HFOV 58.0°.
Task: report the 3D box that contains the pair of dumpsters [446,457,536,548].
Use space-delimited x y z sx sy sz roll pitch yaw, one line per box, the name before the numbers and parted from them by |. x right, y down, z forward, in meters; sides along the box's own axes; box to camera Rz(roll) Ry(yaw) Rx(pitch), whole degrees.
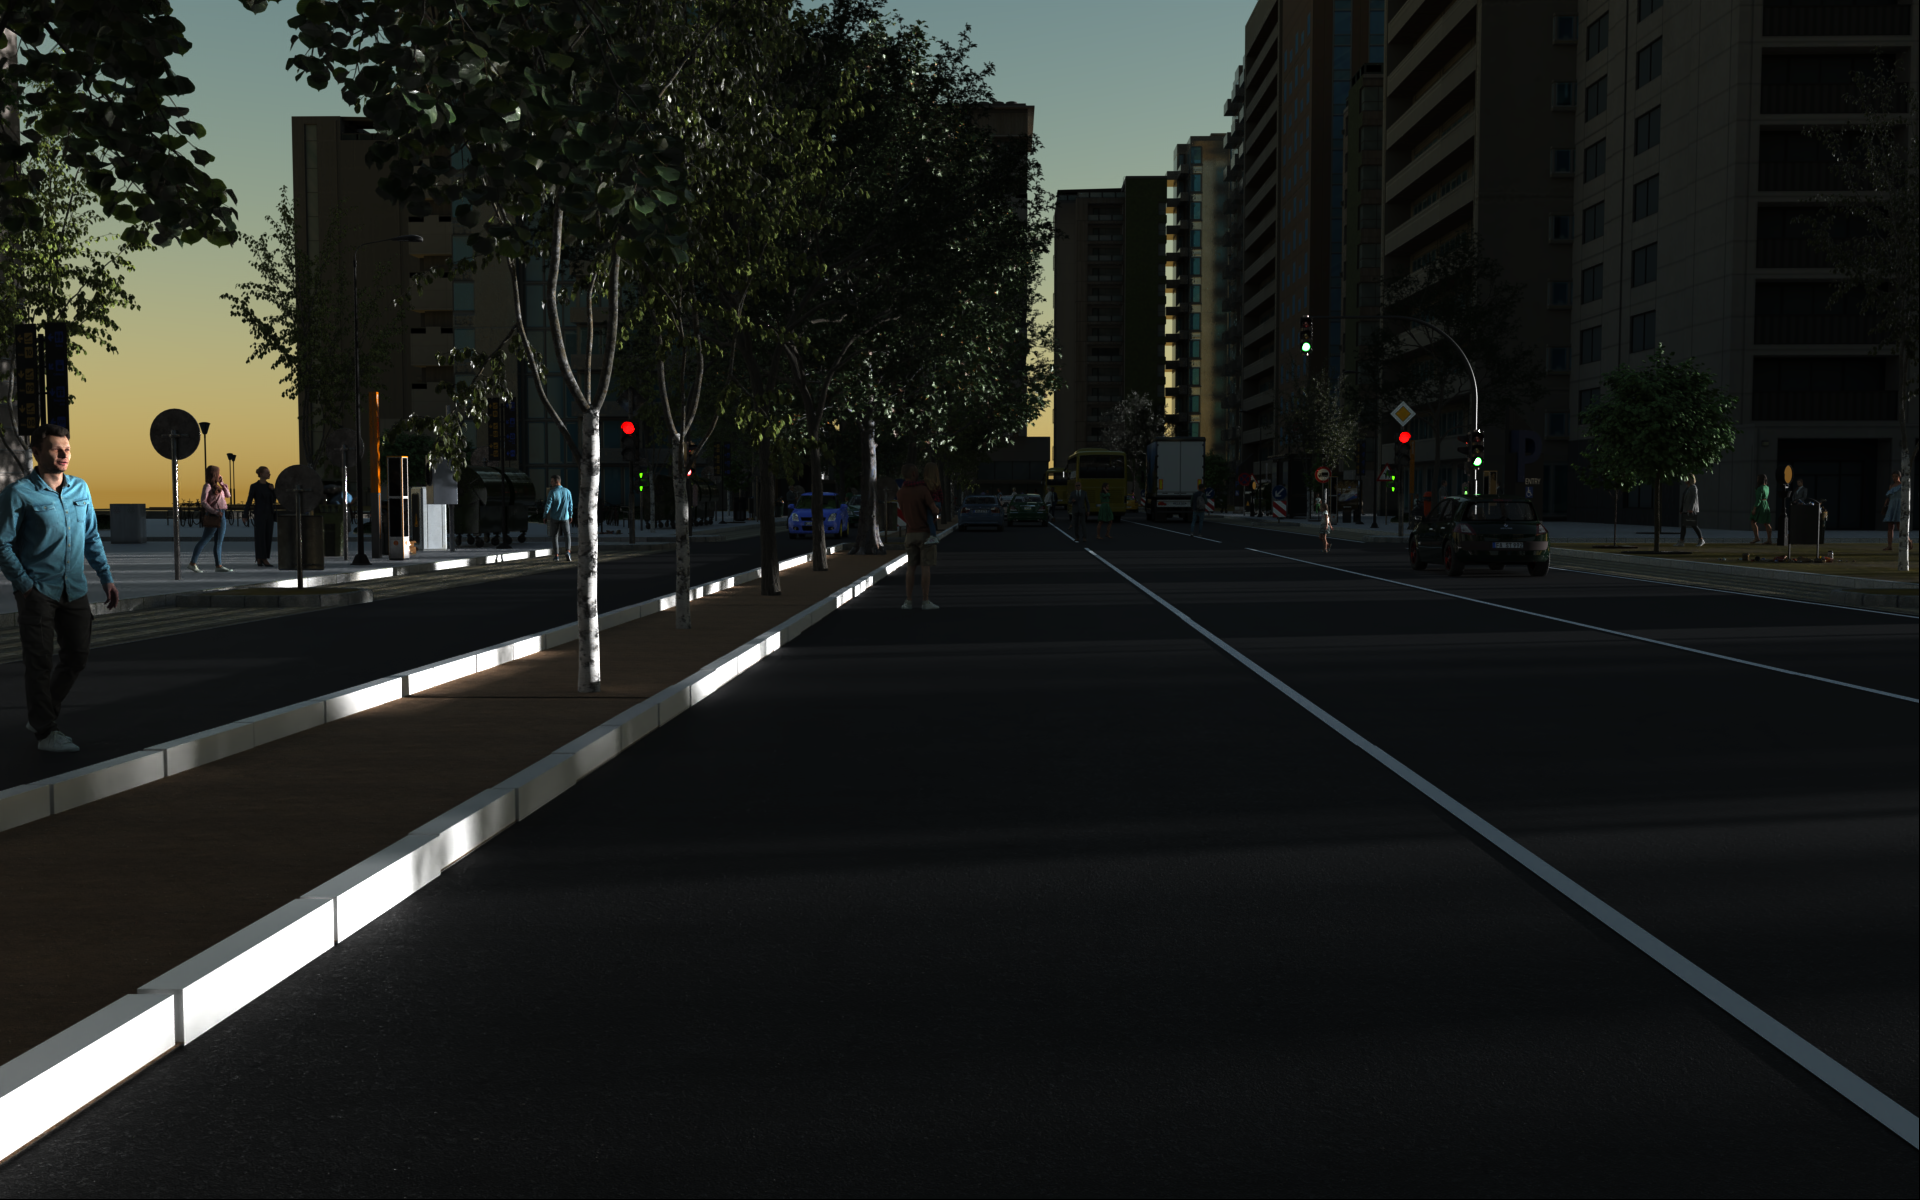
pair of dumpsters | -11.958 -2.499 43.345 1.574 2.255 4.437 0 4 2

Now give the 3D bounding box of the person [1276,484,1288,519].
person | 16.261 -4.986 87.751 0.592 1.802 0.473 3 5 45

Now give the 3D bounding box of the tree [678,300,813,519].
tree | -10.700 -10.391 88.024 7.486 12.596 7.792 0 3 0

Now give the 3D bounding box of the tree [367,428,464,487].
tree | -25.149 -5.770 78.059 4.285 4.588 4.351 0 3 0

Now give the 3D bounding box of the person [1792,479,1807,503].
person | 27.930 -3.144 57.727 0.573 1.790 0.520 -3 4 -39

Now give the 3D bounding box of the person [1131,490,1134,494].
person | 19.447 -11.593 196.263 0.721 1.739 1.217 0 4 -3

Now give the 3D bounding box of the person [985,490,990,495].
person | 2.362 -8.466 147.474 0.990 1.755 0.434 3 5 41

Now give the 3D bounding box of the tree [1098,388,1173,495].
tree | 20.205 -17.754 200.649 12.009 13.543 11.850 0 3 0

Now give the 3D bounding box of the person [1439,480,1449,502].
person | 18.156 -3.593 64.890 0.767 1.812 0.694 1 4 11

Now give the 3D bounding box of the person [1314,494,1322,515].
person | 22.265 -5.946 107.505 0.306 1.304 0.590 -3 5 -39

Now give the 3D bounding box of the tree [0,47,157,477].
tree | -15.655 -4.806 28.944 4.737 8.622 4.395 0 3 0

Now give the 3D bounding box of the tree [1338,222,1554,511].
tree | 16.554 -7.629 59.146 7.601 10.594 8.767 1 4 10

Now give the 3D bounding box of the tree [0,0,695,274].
tree | -3.036 -5.819 4.255 9.857 13.997 8.962 0 3 0

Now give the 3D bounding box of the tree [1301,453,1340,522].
tree | 16.743 -5.303 81.297 1.663 3.219 1.824 0 3 0

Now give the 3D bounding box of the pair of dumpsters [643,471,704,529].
pair of dumpsters | -10.882 -3.820 64.952 1.574 2.255 4.437 0 4 1

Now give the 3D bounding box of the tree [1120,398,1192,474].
tree | 19.055 -14.182 166.283 8.767 10.594 7.601 1 4 22

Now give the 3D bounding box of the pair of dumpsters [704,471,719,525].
pair of dumpsters | -10.869 -4.141 70.202 1.574 2.255 4.437 0 4 2

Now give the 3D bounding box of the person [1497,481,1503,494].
person | 22.902 -4.157 73.783 0.755 1.850 0.659 2 4 29

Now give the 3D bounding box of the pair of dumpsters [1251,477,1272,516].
pair of dumpsters | 18.346 -6.124 102.620 1.574 2.255 4.437 0 4 2

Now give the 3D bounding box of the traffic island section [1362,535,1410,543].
traffic island section | 13.334 -1.836 52.306 2.009 0.180 2.903 0 4 2

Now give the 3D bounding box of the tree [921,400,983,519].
tree | -0.457 -8.876 97.939 4.737 8.622 4.395 0 3 0

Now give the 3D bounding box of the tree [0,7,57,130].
tree | -11.891 -5.455 14.950 9.928 11.665 9.643 0 3 0

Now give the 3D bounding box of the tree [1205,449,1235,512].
tree | 17.776 -8.468 122.165 4.285 4.588 4.351 0 3 0

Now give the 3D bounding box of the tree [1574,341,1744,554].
tree | 15.102 -3.289 37.488 4.285 4.588 4.351 0 3 0

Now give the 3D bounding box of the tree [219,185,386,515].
tree | -15.689 -5.628 42.384 4.737 8.622 4.395 0 3 0

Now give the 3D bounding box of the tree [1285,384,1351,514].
tree | 23.139 -9.907 112.338 4.737 8.622 4.395 0 3 0

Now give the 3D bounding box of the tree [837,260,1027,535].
tree | -1.487 -7.818 56.033 9.928 11.665 9.643 0 3 0

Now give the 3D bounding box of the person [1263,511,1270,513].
person | 20.483 -6.698 115.543 0.713 1.824 0.794 1 4 12

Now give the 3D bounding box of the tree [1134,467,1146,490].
tree | 20.247 -12.312 185.022 4.285 4.588 4.351 0 3 0

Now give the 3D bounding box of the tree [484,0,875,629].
tree | -2.894 -3.976 17.828 4.737 8.622 4.395 0 3 0

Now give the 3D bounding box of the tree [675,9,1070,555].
tree | -2.163 -7.416 40.721 9.611 12.733 9.660 0 3 0

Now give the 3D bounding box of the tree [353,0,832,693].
tree | -2.683 -3.648 12.466 4.360 8.622 3.978 0 3 0

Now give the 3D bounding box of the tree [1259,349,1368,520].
tree | 17.213 -8.310 86.228 4.360 8.622 3.978 0 3 0

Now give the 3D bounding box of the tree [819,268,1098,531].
tree | -1.020 -9.430 67.014 12.009 13.543 11.850 0 3 0

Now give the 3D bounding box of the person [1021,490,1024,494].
person | 6.636 -11.030 188.701 0.599 1.838 0.709 -2 4 -30

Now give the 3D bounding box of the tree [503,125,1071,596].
tree | -2.630 -5.355 24.416 8.767 10.594 7.601 0 4 2

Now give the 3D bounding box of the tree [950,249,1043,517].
tree | -1.733 -15.170 106.383 12.611 20.169 13.585 0 3 0

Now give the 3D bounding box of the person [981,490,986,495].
person | 2.430 -10.421 178.750 0.709 1.838 0.599 1 4 9

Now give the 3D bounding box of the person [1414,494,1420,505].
person | 19.610 -3.920 74.385 0.306 1.304 0.590 2 4 24

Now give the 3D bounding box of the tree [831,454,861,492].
tree | -8.701 -9.444 138.128 4.285 4.588 4.351 0 3 0

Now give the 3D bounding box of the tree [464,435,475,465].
tree | -25.480 -6.286 86.487 4.285 4.588 4.351 0 3 0

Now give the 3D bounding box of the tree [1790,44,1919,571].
tree | 15.961 -4.784 28.586 4.360 8.622 3.978 0 3 0

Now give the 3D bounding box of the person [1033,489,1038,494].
person | 5.976 -7.882 137.305 1.348 1.831 0.705 -2 4 -27

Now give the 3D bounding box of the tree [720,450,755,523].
tree | -9.853 -5.004 76.421 1.663 3.219 1.824 0 3 0

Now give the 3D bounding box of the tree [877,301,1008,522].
tree | -0.748 -10.345 89.733 7.486 12.596 7.792 0 3 0

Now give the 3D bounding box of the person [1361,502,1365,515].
person | 24.244 -5.789 104.964 0.640 1.303 0.475 -1 4 -14

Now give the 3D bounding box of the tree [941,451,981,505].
tree | 0.162 -10.097 117.905 4.360 8.622 3.978 0 3 0

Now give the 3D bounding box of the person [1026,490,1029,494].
person | 6.683 -10.105 173.672 0.705 1.831 1.348 -3 5 -45

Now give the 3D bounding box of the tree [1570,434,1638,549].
tree | 15.672 -2.852 41.234 1.663 3.219 1.824 0 3 0
